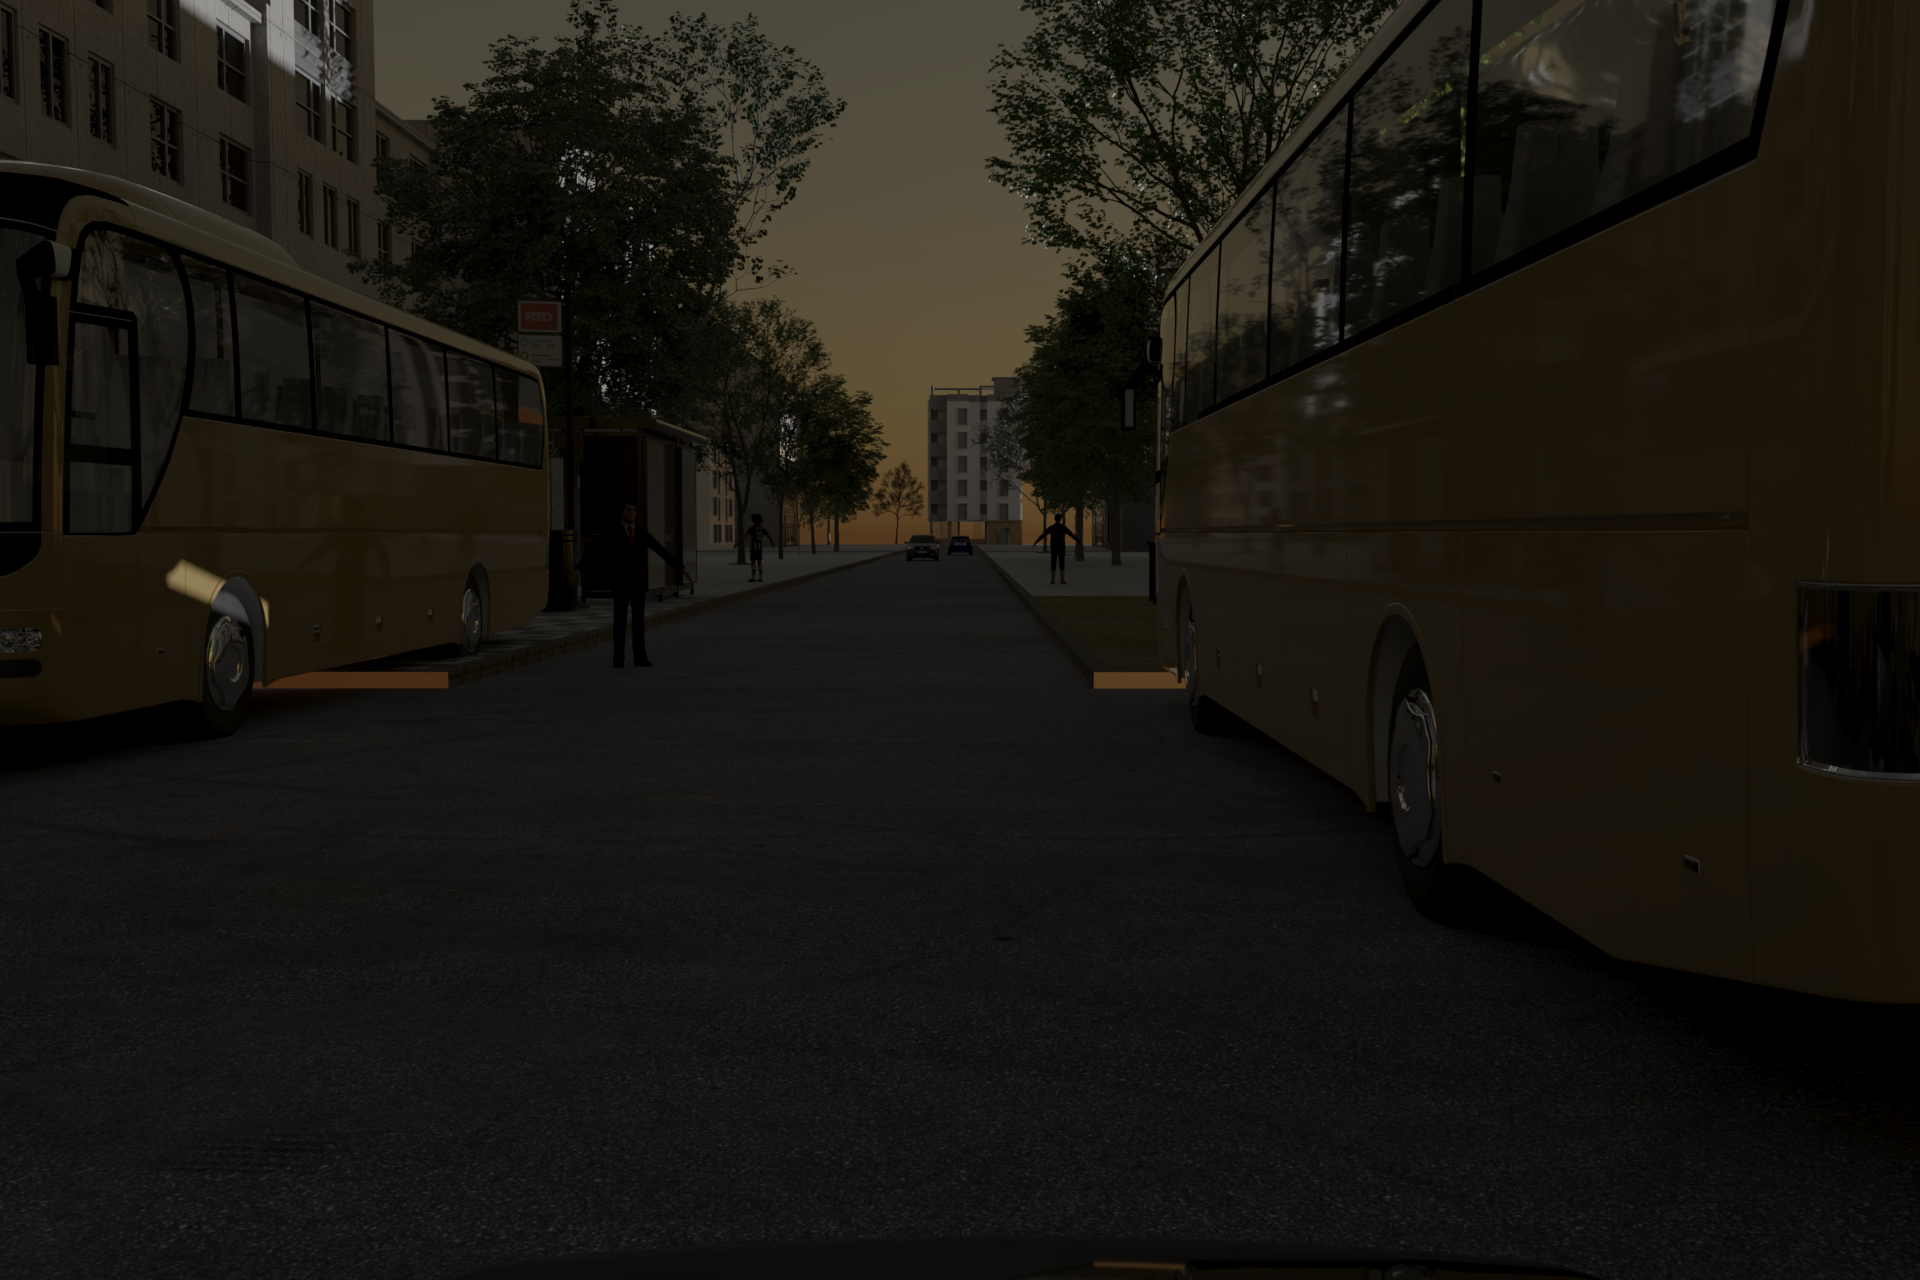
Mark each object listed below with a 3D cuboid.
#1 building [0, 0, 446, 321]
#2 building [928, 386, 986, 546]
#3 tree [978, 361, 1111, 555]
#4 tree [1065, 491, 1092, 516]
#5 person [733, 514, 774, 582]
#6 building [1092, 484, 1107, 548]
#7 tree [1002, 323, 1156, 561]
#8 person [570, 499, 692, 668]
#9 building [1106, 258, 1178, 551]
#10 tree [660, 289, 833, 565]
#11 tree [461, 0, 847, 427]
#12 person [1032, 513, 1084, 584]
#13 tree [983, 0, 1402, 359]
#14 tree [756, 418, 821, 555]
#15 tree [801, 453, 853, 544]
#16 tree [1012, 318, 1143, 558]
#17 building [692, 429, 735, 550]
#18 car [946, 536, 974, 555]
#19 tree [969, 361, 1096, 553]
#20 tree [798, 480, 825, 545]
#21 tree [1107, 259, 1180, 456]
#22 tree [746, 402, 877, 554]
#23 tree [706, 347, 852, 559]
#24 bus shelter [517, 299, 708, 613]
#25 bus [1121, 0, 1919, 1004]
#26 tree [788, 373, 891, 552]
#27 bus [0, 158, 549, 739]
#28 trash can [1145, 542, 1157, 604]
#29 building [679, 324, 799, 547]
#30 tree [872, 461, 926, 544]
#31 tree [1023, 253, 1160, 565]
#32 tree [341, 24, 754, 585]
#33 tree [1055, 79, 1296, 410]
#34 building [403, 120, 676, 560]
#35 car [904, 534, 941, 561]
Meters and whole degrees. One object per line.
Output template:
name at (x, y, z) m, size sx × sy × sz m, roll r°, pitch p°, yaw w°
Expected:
building at (-27.009, -11.053, 47.172) m, size 16.747 × 18.905 × 31.486 m, roll 0°, pitch 4°, yaw 0°
building at (-3.573, -21.609, 212.184) m, size 11.380 × 20.090 × 16.016 m, roll 0°, pitch 4°, yaw -5°
tree at (6.354, -11.848, 104.085) m, size 12.009 × 13.543 × 11.850 m, roll 0°, pitch 3°, yaw 0°
tree at (16.916, -18.436, 211.803) m, size 12.009 × 13.543 × 11.850 m, roll 0°, pitch 3°, yaw 0°
person at (-5.465, -2.458, 46.324) m, size 1.345 × 1.843 × 0.704 m, roll -3°, pitch 5°, yaw -44°
building at (22.950, -20.762, 170.394) m, size 19.493 × 23.208 × 18.063 m, roll 0°, pitch 4°, yaw 0°
tree at (5.839, -10.019, 81.941) m, size 7.486 × 12.596 × 7.792 m, roll 0°, pitch 3°, yaw 0°
person at (-3.562, -0.614, 18.682) m, size 1.347 × 1.806 × 0.705 m, roll -2°, pitch 4°, yaw -28°
building at (25.949, -18.350, 144.000) m, size 27.936 × 21.610 × 32.646 m, roll 0°, pitch 3°, yaw 0°
tree at (-9.119, -8.981, 72.598) m, size 9.928 × 11.665 × 9.643 m, roll 0°, pitch 3°, yaw 0°
tree at (-10.698, -12.540, 60.912) m, size 12.611 × 20.169 × 13.585 m, roll 0°, pitch 3°, yaw 0°
person at (2.516, -2.346, 44.499) m, size 1.346 × 1.812 × 0.704 m, roll 1°, pitch 4°, yaw 9°
tree at (4.002, -6.149, 26.294) m, size 9.928 × 11.665 × 9.643 m, roll 0°, pitch 3°, yaw 0°
tree at (-9.464, -9.384, 103.783) m, size 4.360 × 8.622 × 3.978 m, roll 0°, pitch 3°, yaw 0°
tree at (-15.790, -18.056, 213.348) m, size 7.486 × 12.596 × 7.792 m, roll 0°, pitch 3°, yaw 0°
tree at (6.433, -10.602, 91.473) m, size 7.486 × 12.596 × 7.792 m, roll 0°, pitch 3°, yaw 0°
building at (-24.300, -12.896, 152.998) m, size 9.099 × 9.664 × 28.070 m, roll 0°, pitch 4°, yaw 1°
car at (0.014, -6.406, 117.313) m, size 1.945 × 1.354 × 3.894 m, roll 0°, pitch 4°, yaw -1°
tree at (5.712, -12.697, 117.968) m, size 12.009 × 13.543 × 11.850 m, roll 0°, pitch 3°, yaw 0°
tree at (-17.501, -15.688, 206.863) m, size 4.360 × 8.622 × 3.978 m, roll 0°, pitch 3°, yaw 0°
tree at (5.909, -5.755, 44.449) m, size 4.737 × 8.622 × 4.395 m, roll 0°, pitch 3°, yaw 0°
tree at (-9.577, -10.887, 112.410) m, size 8.767 × 10.594 × 7.601 m, roll -1°, pitch 4°, yaw -21°
tree at (-9.237, -9.332, 86.996) m, size 8.767 × 10.594 × 7.601 m, roll 2°, pitch 4°, yaw 27°
bus shelter at (-6.473, -3.351, 32.416) m, size 2.179 × 5.291 × 8.768 m, roll 0°, pitch 4°, yaw 0°
bus at (2.876, -1.081, 9.228) m, size 2.896 × 3.916 × 12.252 m, roll 0°, pitch 4°, yaw 0°
tree at (-8.772, -12.509, 122.646) m, size 7.486 × 12.596 × 7.792 m, roll 0°, pitch 3°, yaw 0°
bus at (-6.327, -1.455, 15.338) m, size 2.896 × 3.916 × 12.252 m, roll 0°, pitch 3°, yaw 0°
trash can at (3.759, -1.224, 31.671) m, size 0.748 × 1.137 × 0.748 m, roll 0°, pitch 3°, yaw 0°
building at (-26.704, -21.203, 177.600) m, size 19.493 × 23.208 × 18.063 m, roll 0°, pitch 4°, yaw 0°
tree at (-7.571, -17.101, 214.008) m, size 7.601 × 10.594 × 8.767 m, roll 0°, pitch 4°, yaw 8°
tree at (6.255, -9.297, 70.137) m, size 7.486 × 12.596 × 7.792 m, roll 0°, pitch 3°, yaw 0°
tree at (-9.883, -8.338, 42.975) m, size 9.857 × 13.997 × 8.962 m, roll 0°, pitch 3°, yaw 0°
tree at (5.925, -6.252, 36.630) m, size 8.767 × 10.594 × 7.601 m, roll 1°, pitch 4°, yaw 16°
building at (-25.642, -13.673, 90.011) m, size 16.747 × 18.905 × 31.486 m, roll 0°, pitch 3°, yaw 0°
car at (-1.997, -5.116, 93.430) m, size 2.009 × 1.686 × 4.222 m, roll 0°, pitch 4°, yaw 1°
